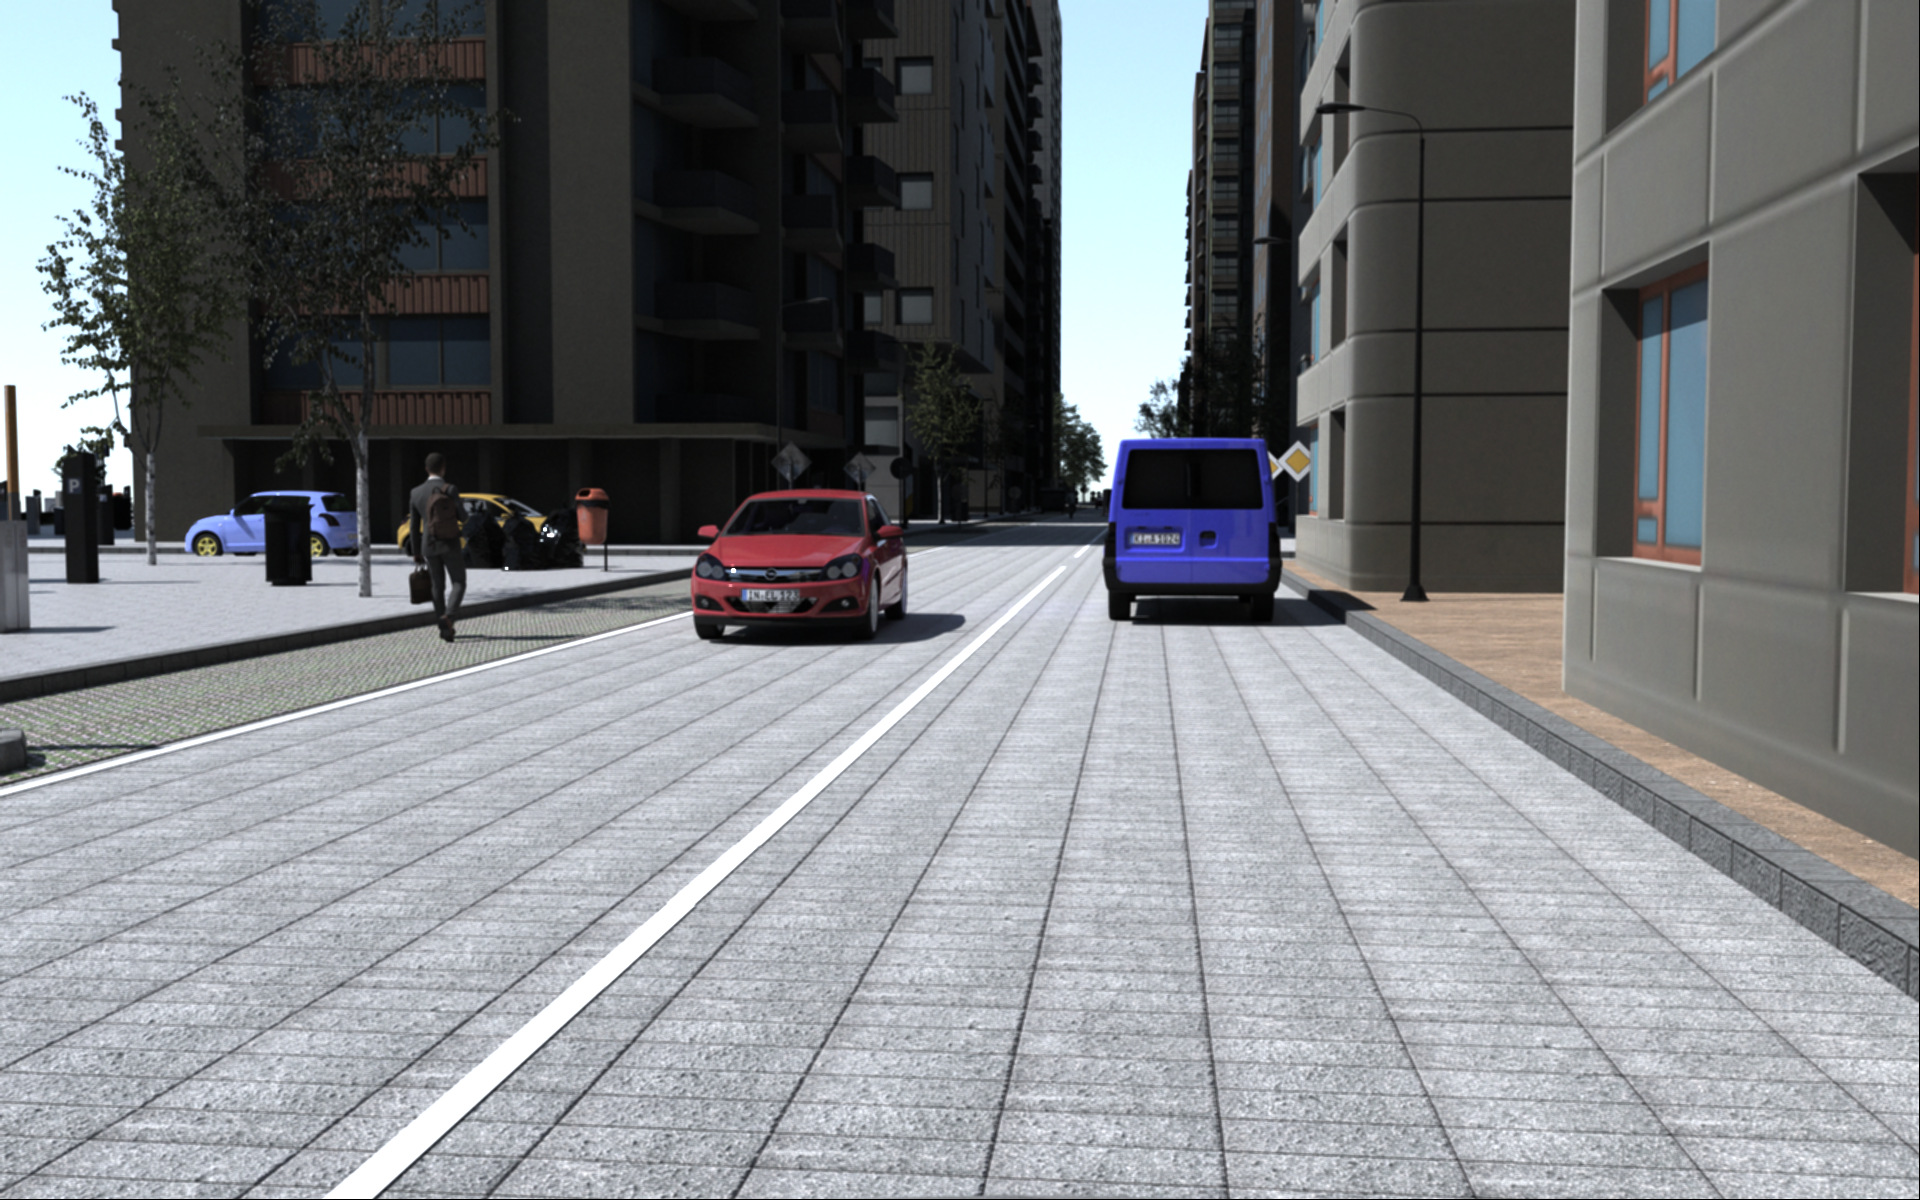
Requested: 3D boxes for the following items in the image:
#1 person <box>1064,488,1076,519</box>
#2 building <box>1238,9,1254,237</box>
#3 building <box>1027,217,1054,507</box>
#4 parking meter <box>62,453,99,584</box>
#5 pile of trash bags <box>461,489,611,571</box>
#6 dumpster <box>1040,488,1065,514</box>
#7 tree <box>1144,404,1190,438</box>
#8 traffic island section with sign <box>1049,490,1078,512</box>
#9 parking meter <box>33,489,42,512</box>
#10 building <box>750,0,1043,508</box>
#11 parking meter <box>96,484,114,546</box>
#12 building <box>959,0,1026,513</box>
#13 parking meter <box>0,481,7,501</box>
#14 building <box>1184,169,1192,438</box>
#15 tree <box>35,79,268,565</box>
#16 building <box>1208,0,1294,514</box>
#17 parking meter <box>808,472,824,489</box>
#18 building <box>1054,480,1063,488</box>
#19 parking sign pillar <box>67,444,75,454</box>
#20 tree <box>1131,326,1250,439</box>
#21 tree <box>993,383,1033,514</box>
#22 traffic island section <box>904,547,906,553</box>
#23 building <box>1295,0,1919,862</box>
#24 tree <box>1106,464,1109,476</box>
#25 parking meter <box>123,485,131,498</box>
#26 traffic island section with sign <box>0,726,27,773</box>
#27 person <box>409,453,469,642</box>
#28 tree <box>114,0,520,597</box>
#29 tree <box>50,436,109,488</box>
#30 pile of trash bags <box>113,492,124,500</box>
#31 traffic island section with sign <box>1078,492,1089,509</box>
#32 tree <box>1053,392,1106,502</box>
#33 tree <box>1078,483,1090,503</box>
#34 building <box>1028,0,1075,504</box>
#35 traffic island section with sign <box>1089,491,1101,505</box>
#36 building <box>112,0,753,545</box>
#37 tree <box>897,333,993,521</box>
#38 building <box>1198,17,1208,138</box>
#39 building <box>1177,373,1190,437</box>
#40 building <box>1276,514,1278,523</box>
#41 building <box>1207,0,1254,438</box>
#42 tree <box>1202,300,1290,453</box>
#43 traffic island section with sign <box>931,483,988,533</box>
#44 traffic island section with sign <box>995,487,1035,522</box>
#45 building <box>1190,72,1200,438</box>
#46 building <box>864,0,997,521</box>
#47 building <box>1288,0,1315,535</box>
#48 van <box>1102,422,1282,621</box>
[{"bbox_3d":[6.372,-5.610,100.706,0.782,1.767,0.515,-3,4,-37],"label":"person"},{"bbox_3d":[24.055,-20.481,106.572,14.160,30.474,14.107,0,4,6],"label":"building"},{"bbox_3d":[2.100,-24.660,174.898,14.160,30.474,14.107,0,4,6],"label":"building"},{"bbox_3d":[-12.620,-1.170,24.842,0.399,1.863,0.255,1,4,10],"label":"parking meter"},{"bbox_3d":[-7.103,-1.211,29.558,3.447,1.369,1.912,3,5,41],"label":"pile of trash bags"},{"bbox_3d":[6.609,-7.043,123.367,1.865,1.857,1.264,0,4,5],"label":"dumpster"},{"bbox_3d":[24.907,-16.593,197.050,9.928,11.665,9.643,0,3,0],"label":"tree"},{"bbox_3d":[8.243,-8.016,139.697,1.989,1.847,2.006,0,4,6],"label":"traffic island section with sign"},{"bbox_3d":[-48.261,-5.027,90.607,0.372,1.533,0.369,0,3,0],"label":"parking meter"},{"bbox_3d":[-4.145,-30.516,153.562,22.147,44.769,28.867,0,4,6],"label":"building"},{"bbox_3d":[-21.358,-2.132,43.276,0.372,1.533,0.369,0,3,0],"label":"parking meter"},{"bbox_3d":[-6.523,-30.814,127.504,21.300,48.544,21.600,0,4,6],"label":"building"},{"bbox_3d":[-49.522,-5.152,89.949,0.399,1.863,0.255,-1,4,-14],"label":"parking meter"},{"bbox_3d":[40.822,-35.093,228.399,22.147,44.769,28.867,0,4,6],"label":"building"},{"bbox_3d":[-14.691,-4.949,31.271,4.737,8.622,4.395,0,3,0],"label":"tree"},{"bbox_3d":[26.773,-29.810,137.507,14.600,45.320,14.200,0,4,6],"label":"building"},{"bbox_3d":[-3.828,-2.463,45.975,0.399,1.863,0.255,-1,4,-18],"label":"parking meter"},{"bbox_3d":[-3.671,-31.898,213.415,32.217,40.220,23.993,0,4,6],"label":"building"},{"bbox_3d":[-47.541,-6.398,93.084,1.447,3.967,1.447,2,4,25],"label":"parking sign pillar"},{"bbox_3d":[13.742,-9.946,97.021,8.767,10.594,7.601,0,4,7],"label":"tree"},{"bbox_3d":[2.606,-9.932,112.756,4.737,8.622,4.395,0,3,0],"label":"tree"},{"bbox_3d":[-2.401,-1.153,41.139,2.009,0.180,2.903,0,4,6],"label":"traffic island section"},{"bbox_3d":[18.291,-10.396,15.009,27.650,21.520,28.899,0,4,6],"label":"building"},{"bbox_3d":[19.700,-21.647,272.049,7.486,12.596,7.792,0,3,0],"label":"tree"},{"bbox_3d":[-56.369,-6.821,117.230,0.399,1.863,0.255,0,4,-2],"label":"parking meter"},{"bbox_3d":[-5.911,-0.001,8.642,1.989,1.847,2.006,0,4,6],"label":"traffic island section with sign"},{"bbox_3d":[-5.083,-0.516,16.899,0.622,1.834,0.822,0,4,1],"label":"person"},{"bbox_3d":[-7.664,-4.340,21.317,4.360,8.622,3.978,0,3,0],"label":"tree"},{"bbox_3d":[-29.345,-3.883,58.095,1.663,3.219,1.824,0,3,0],"label":"tree"},{"bbox_3d":[-43.421,-5.055,92.408,3.447,1.369,1.912,-3,5,-44],"label":"pile of trash bags"},{"bbox_3d":[11.200,-9.692,167.085,1.989,1.847,2.006,0,4,6],"label":"traffic island section with sign"},{"bbox_3d":[10.525,-16.798,192.766,7.486,12.596,7.792,0,3,0],"label":"tree"},{"bbox_3d":[18.913,-16.391,262.596,1.663,3.219,1.824,0,3,0],"label":"tree"},{"bbox_3d":[6.659,-49.924,254.510,20.563,71.187,20.611,0,4,6],"label":"building"},{"bbox_3d":[17.163,-13.069,222.300,1.989,1.847,2.006,0,4,6],"label":"traffic island section with sign"},{"bbox_3d":[-13.996,-24.562,56.207,22.147,44.769,28.867,0,4,6],"label":"building"},{"bbox_3d":[-0.871,-7.836,78.488,4.737,8.622,4.395,0,3,0],"label":"tree"},{"bbox_3d":[33.027,-30.816,158.469,22.147,44.769,28.867,0,4,6],"label":"building"},{"bbox_3d":[46.426,-25.227,257.502,27.650,21.520,28.899,0,4,6],"label":"building"},{"bbox_3d":[21.001,-26.306,80.218,14.600,45.320,14.200,0,4,6],"label":"building"},{"bbox_3d":[24.688,-26.859,122.737,14.154,41.232,14.086,0,4,6],"label":"building"},{"bbox_3d":[11.155,-7.114,66.682,4.737,8.622,4.395,0,3,0],"label":"tree"},{"bbox_3d":[0.013,-3.355,63.480,1.989,1.847,2.006,0,4,6],"label":"traffic island section with sign"},{"bbox_3d":[2.905,-4.994,90.280,1.989,1.847,2.006,0,4,6],"label":"traffic island section with sign"},{"bbox_3d":[31.186,-32.434,180.399,14.600,45.320,14.200,0,4,6],"label":"building"},{"bbox_3d":[-12.380,-30.978,95.726,28.713,52.752,27.495,0,4,6],"label":"building"},{"bbox_3d":[20.883,-26.112,50.638,21.600,48.544,21.300,0,4,6],"label":"building"},{"bbox_3d":[2.815,-1.032,21.256,2.240,2.365,5.245,0,4,7],"label":"van"}]
